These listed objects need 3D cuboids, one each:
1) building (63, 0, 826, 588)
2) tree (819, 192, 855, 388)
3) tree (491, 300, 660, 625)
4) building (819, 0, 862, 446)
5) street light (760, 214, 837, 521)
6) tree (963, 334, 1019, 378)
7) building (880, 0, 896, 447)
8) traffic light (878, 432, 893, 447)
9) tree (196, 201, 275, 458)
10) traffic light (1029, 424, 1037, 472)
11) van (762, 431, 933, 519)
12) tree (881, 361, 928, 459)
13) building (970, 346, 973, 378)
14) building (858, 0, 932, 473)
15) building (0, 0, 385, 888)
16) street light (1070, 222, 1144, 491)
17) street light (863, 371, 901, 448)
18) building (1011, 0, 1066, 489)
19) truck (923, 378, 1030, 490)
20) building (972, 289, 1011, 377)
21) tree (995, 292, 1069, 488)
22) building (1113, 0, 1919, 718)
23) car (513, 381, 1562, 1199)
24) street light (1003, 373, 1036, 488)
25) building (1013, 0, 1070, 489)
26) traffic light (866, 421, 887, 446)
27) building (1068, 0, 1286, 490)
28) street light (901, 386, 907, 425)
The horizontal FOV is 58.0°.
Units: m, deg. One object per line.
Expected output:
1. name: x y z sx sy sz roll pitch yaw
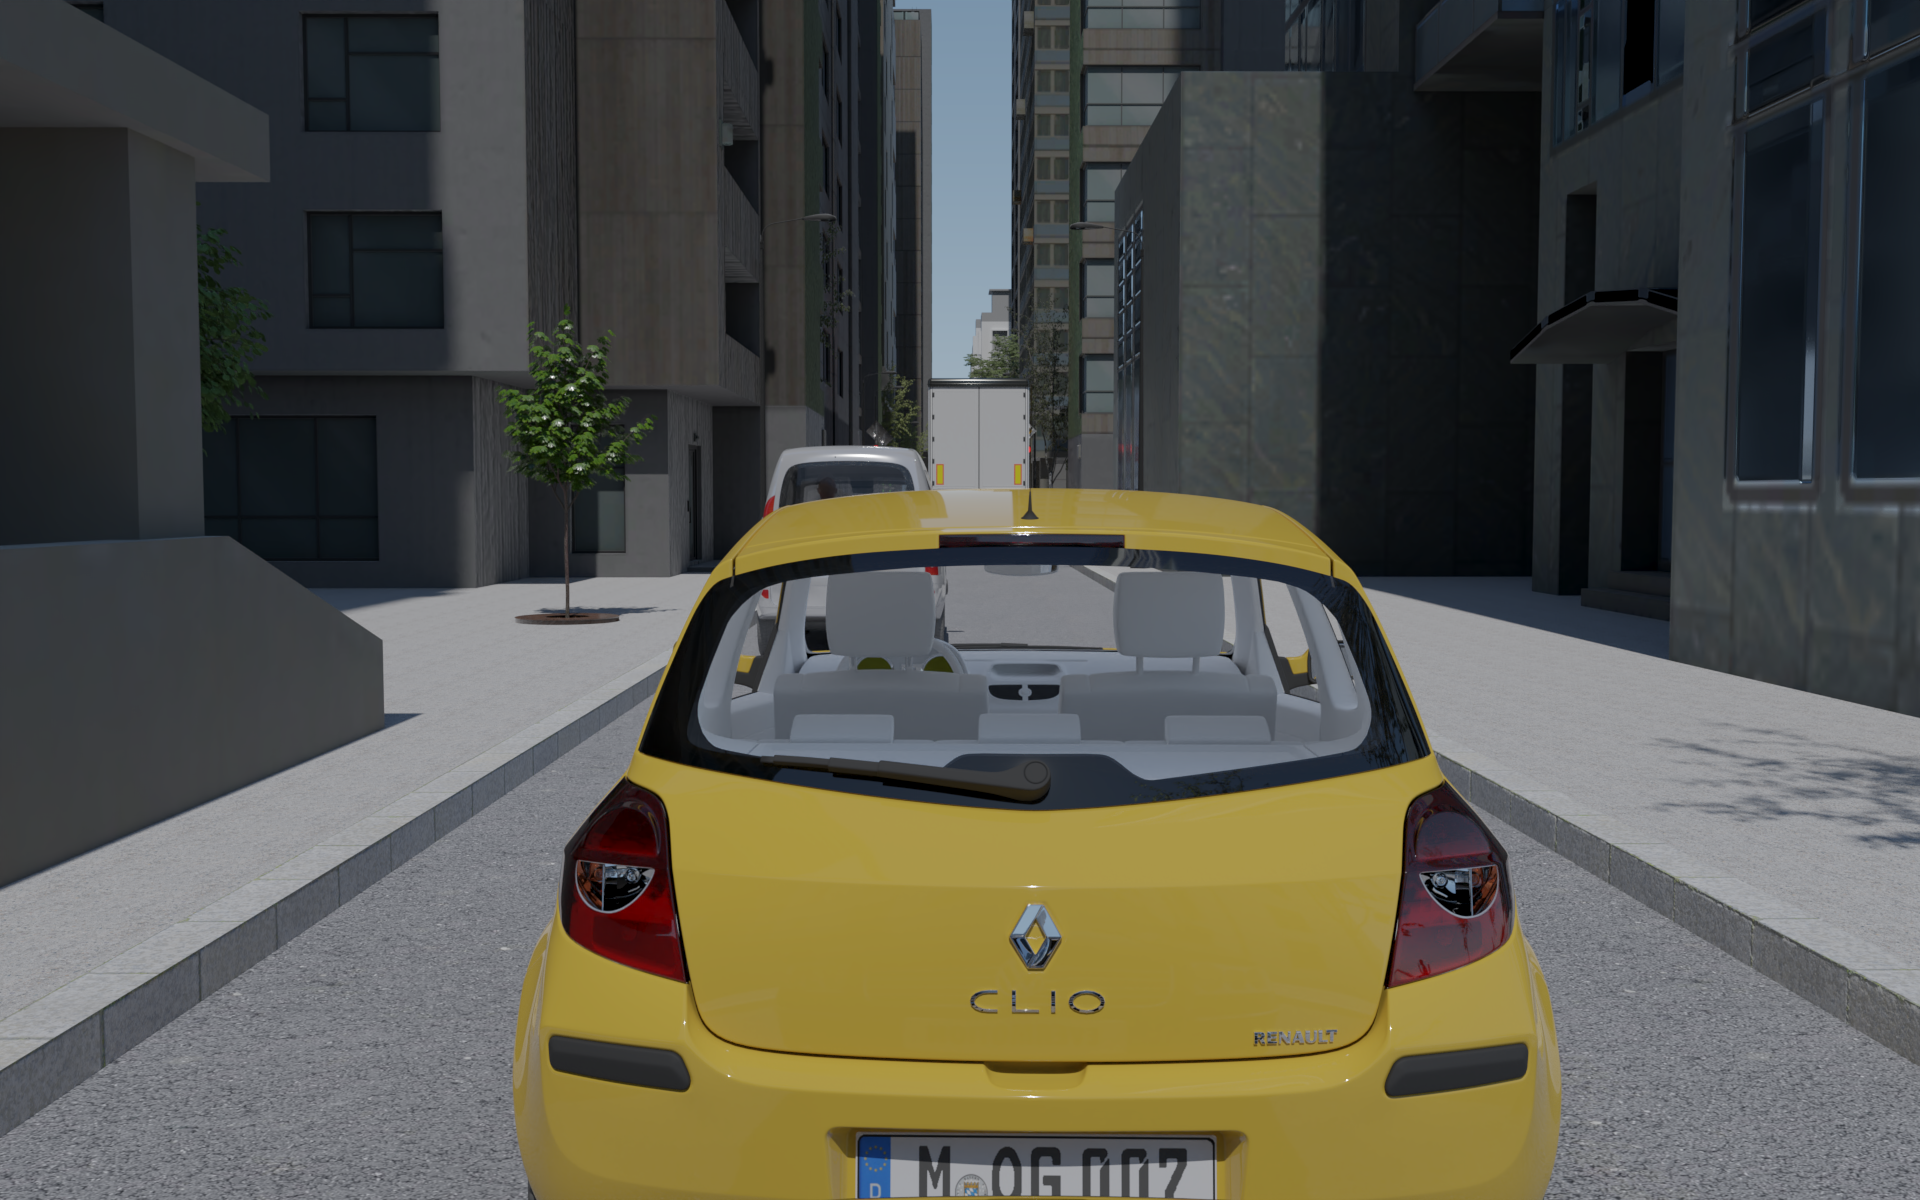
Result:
1. building: -9.810 -15.712 28.592 14.160 30.474 14.107 0 4 0
2. tree: -4.333 -5.478 39.925 4.360 8.622 3.978 0 3 0
3. tree: -3.838 -1.396 17.432 1.663 3.219 1.824 0 3 0
4. building: -14.036 -37.723 55.021 20.611 71.187 20.563 0 4 0
5. street light: -2.748 -3.445 28.868 1.470 5.913 1.316 0 4 0
6. tree: 3.041 -12.499 122.491 7.486 12.596 7.792 0 3 0
7. building: -17.850 -31.944 111.527 28.713 52.752 27.495 0 4 0
8. traffic light: -3.239 -5.223 74.312 0.839 4.253 0.868 0 4 0
9. tree: -8.479 -2.030 16.906 4.285 4.588 4.351 0 3 0
10. traffic light: 2.521 -4.738 66.386 0.839 4.253 0.868 0 4 0
11. van: -0.960 -0.587 16.606 2.013 2.044 4.112 0 4 0
12. tree: -4.332 -8.825 94.656 4.737 8.622 4.395 0 3 0
13. building: 9.833 -21.028 210.267 16.747 18.905 31.486 0 4 0
14. building: -9.356 -28.020 141.717 14.154 41.232 14.086 0 4 0
15. building: -19.210 -18.920 1.224 32.217 40.220 23.993 0 4 0
16. street light: 2.577 -3.501 29.779 1.470 5.913 1.316 0 4 0
17. street light: -3.093 -5.684 65.481 1.470 5.913 1.316 0 4 0
18. building: 12.467 -42.795 137.958 20.563 71.187 20.611 0 4 0
19. truck: 0.367 -3.582 47.476 2.839 4.237 11.283 0 4 -1
20. building: 9.255 -18.901 165.444 16.016 20.091 11.380 0 4 0
21. tree: 3.423 -6.879 62.839 4.360 8.622 3.978 0 3 0
22. building: 14.561 -43.217 19.264 22.319 86.520 31.000 0 4 0
23. car: 0.159 0.354 4.439 2.015 1.641 3.980 0 4 1
24. street light: 2.327 -5.739 66.371 1.470 5.913 1.316 0 4 0
25. building: 14.975 -24.177 87.169 23.993 40.220 32.217 0 4 0
26. traffic light: -3.180 -4.734 66.328 0.839 4.253 0.868 0 4 0
27. building: 10.213 -22.534 52.028 14.154 41.232 14.086 0 4 0
28. street light: -3.099 -6.242 74.599 1.470 5.913 1.316 0 4 0
